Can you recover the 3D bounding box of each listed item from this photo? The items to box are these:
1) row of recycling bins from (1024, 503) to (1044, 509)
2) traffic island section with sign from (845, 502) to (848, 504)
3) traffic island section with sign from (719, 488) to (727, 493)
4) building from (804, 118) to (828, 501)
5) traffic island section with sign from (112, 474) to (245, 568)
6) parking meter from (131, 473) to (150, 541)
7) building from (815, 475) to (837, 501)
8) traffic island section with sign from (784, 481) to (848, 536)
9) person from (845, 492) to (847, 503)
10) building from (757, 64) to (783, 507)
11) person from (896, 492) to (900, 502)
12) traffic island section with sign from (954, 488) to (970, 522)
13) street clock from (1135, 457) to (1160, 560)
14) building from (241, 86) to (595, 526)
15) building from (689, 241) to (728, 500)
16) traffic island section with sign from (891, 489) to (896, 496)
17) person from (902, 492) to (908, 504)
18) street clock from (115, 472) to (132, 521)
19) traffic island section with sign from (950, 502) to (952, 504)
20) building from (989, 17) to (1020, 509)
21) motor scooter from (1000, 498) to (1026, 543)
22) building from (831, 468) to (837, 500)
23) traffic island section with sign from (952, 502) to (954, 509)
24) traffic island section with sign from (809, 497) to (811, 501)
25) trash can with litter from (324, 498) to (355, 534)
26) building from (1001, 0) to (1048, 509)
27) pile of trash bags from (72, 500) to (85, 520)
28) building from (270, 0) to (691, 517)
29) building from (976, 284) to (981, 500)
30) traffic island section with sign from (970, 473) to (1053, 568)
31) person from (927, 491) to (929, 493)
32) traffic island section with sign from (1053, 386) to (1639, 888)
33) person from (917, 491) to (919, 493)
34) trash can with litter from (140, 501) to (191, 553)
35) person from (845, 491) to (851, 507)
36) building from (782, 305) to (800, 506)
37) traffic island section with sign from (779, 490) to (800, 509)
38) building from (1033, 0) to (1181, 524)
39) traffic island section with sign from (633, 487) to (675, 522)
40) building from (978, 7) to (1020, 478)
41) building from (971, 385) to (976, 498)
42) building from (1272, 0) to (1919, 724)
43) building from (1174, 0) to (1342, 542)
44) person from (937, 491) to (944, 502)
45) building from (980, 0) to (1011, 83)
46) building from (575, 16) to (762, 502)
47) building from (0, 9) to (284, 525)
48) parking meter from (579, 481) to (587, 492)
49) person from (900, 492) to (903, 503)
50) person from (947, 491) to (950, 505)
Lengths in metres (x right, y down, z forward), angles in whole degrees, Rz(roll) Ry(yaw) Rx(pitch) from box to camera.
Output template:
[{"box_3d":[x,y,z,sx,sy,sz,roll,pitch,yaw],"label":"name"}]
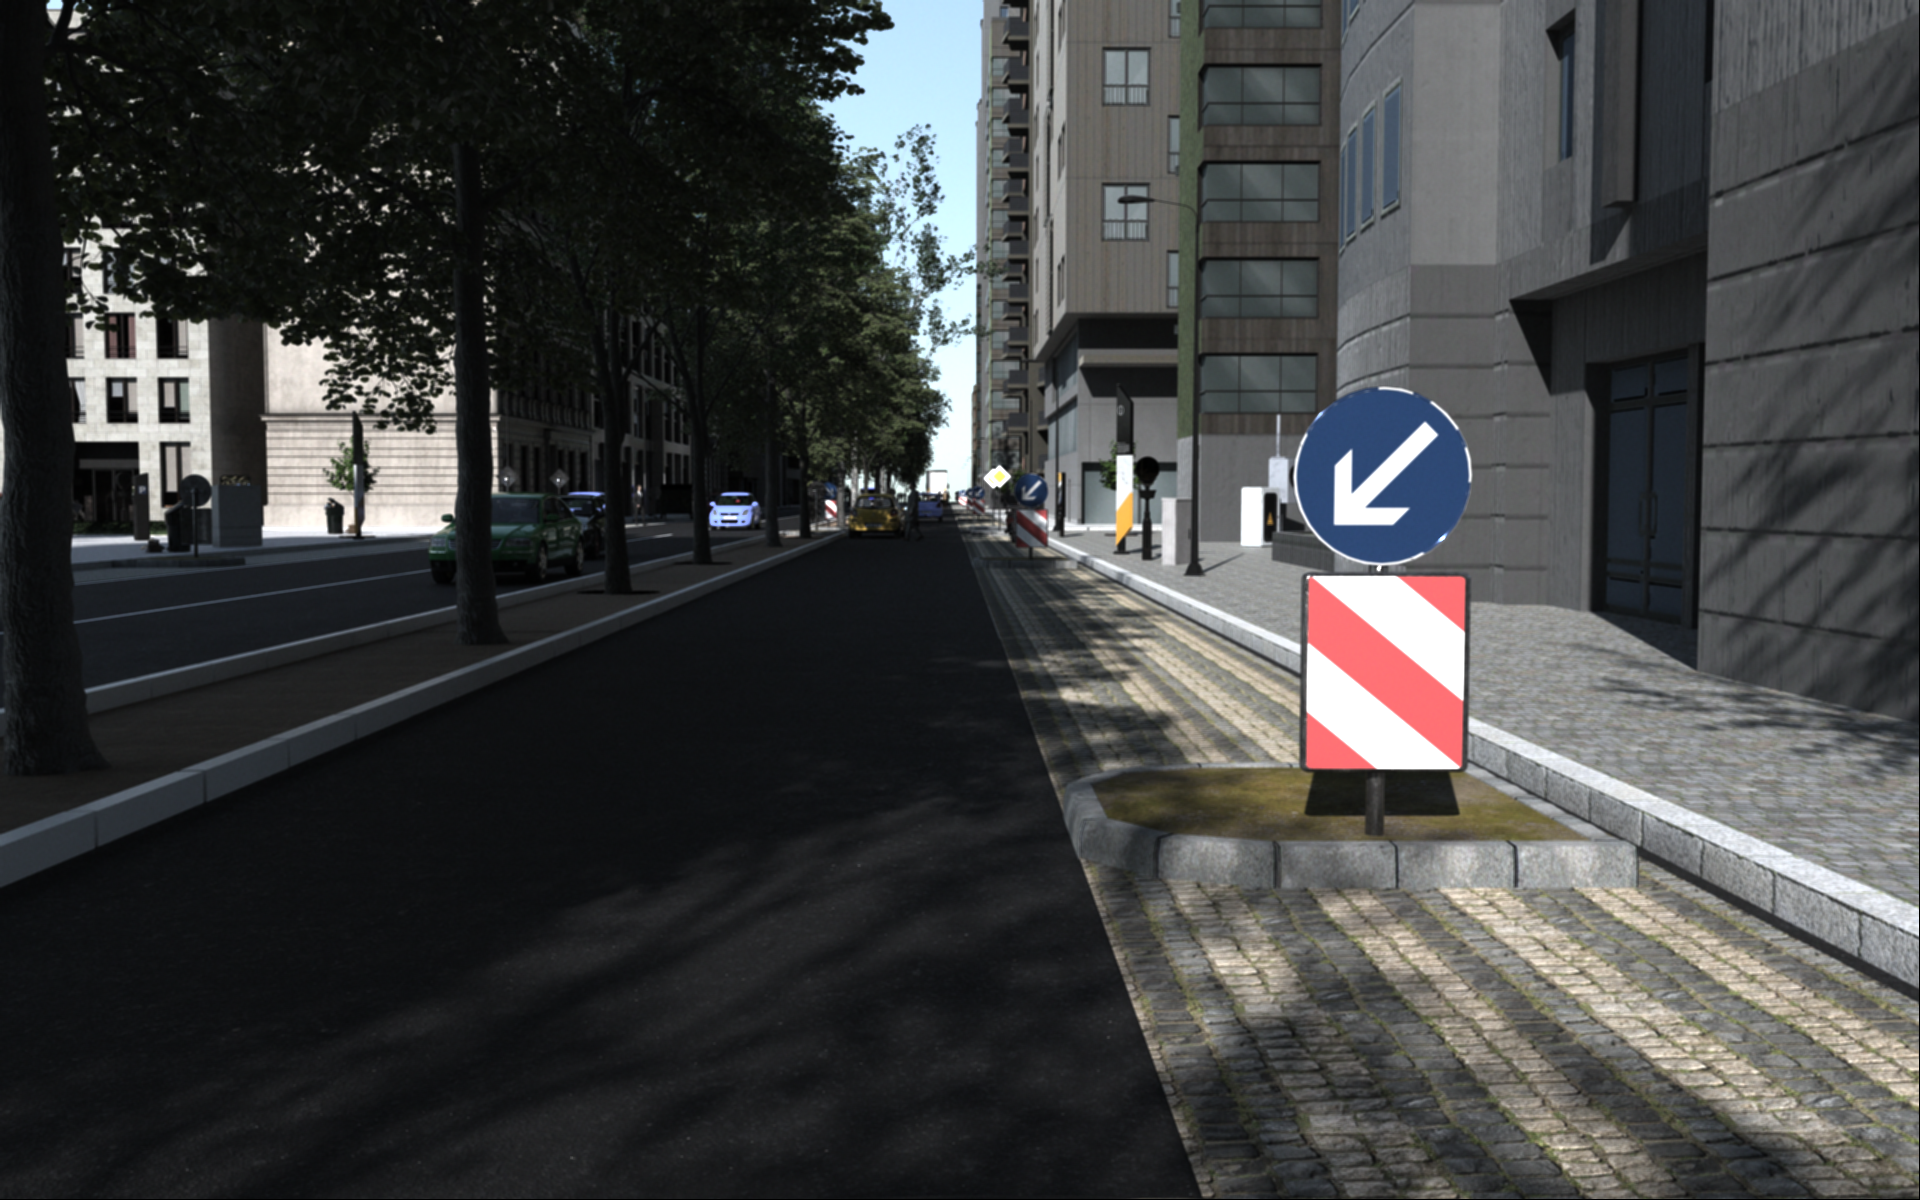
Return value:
[{"box_3d":[5.578,-5.879,103.242,3.534,1.692,1.069,1,4,11],"label":"row of recycling bins"},{"box_3d":[-17.236,-16.410,276.937,1.989,1.847,2.006,0,4,0],"label":"traffic island section with sign"},{"box_3d":[-16.035,-6.615,116.780,1.989,1.847,2.006,0,4,0],"label":"traffic island section with sign"},{"box_3d":[-32.509,-39.747,239.100,28.713,52.752,27.495,0,4,0],"label":"building"},{"box_3d":[-15.407,-1.578,34.422,1.989,1.847,2.006,0,4,0],"label":"traffic island section with sign"},{"box_3d":[-22.642,-2.578,47.855,0.399,1.863,0.255,-3,5,-44],"label":"parking meter"},{"box_3d":[-30.195,-37.530,268.242,22.147,44.769,28.867,0,4,0],"label":"building"},{"box_3d":[-5.021,-3.175,60.041,2.006,1.907,1.989,0,4,0],"label":"traffic island section with sign"},{"box_3d":[-17.312,-15.566,263.666,0.551,1.740,0.621,1,4,19],"label":"person"},{"box_3d":[-29.403,-38.406,169.933,21.231,58.520,28.212,0,4,0],"label":"building"},{"box_3d":[-9.405,-15.667,265.587,0.756,1.711,0.436,-2,4,-30],"label":"person"},{"box_3d":[0.837,-4.941,89.406,1.989,1.847,2.006,0,4,0],"label":"traffic island section with sign"},{"box_3d":[3.631,-1.775,33.591,0.471,2.002,0.358,0,4,6],"label":"street clock"},{"box_3d":[-22.994,-13.005,77.254,10.561,19.102,19.286,0,4,0],"label":"building"},{"box_3d":[-23.712,-18.566,132.435,11.050,23.489,19.941,0,4,0],"label":"building"},{"box_3d":[-5.638,-8.223,142.585,2.006,1.907,1.989,0,4,0],"label":"traffic island section with sign"},{"box_3d":[-7.802,-14.540,246.215,0.705,1.826,1.348,3,4,37],"label":"person"},{"box_3d":[-27.886,-3.254,57.776,0.358,2.002,0.471,3,4,38],"label":"street clock"},{"box_3d":[0.251,-9.726,167.643,1.989,1.847,2.006,0,4,0],"label":"traffic island section with sign"},{"box_3d":[9.587,-28.693,152.727,14.154,41.232,14.086,0,4,0],"label":"building"},{"box_3d":[1.598,-2.329,50.854,0.815,1.314,1.986,0,4,0],"label":"motor scooter"},{"box_3d":[-27.418,-37.127,290.624,14.154,41.232,14.086,0,4,0],"label":"building"},{"box_3d":[0.629,-6.646,117.287,1.989,1.847,2.006,0,4,0],"label":"traffic island section with sign"},{"box_3d":[-16.623,-11.382,194.726,1.989,1.847,2.006,0,4,0],"label":"traffic island section with sign"},{"box_3d":[-19.924,-2.721,55.877,1.055,1.170,0.624,-2,4,-29],"label":"trash can with litter"},{"box_3d":[14.326,-28.954,128.017,22.147,44.769,28.867,0,4,0],"label":"building"},{"box_3d":[-31.080,-2.960,58.147,3.447,1.369,1.912,0,4,4],"label":"pile of trash bags"},{"box_3d":[-28.369,-18.314,103.957,19.350,26.468,34.151,0,4,0],"label":"building"},{"box_3d":[9.193,-28.533,238.216,14.160,30.474,14.107,0,4,0],"label":"building"},{"box_3d":[1.261,-1.561,34.152,1.989,1.847,2.006,0,4,0],"label":"traffic island section with sign"},{"box_3d":[-3.105,-9.875,170.500,0.434,1.755,0.990,1,4,21],"label":"person"},{"box_3d":[1.455,0.088,7.197,1.989,1.847,2.006,0,4,0],"label":"traffic island section with sign"},{"box_3d":[-4.084,-9.447,163.673,0.721,1.735,1.217,1,4,13],"label":"person"},{"box_3d":[-17.441,-1.636,38.141,1.055,1.170,0.624,-3,4,-39],"label":"trash can with litter"},{"box_3d":[-12.443,-11.456,195.822,1.348,1.821,0.705,3,5,44],"label":"person"},{"box_3d":[-29.470,-34.977,195.568,21.300,48.544,21.600,0,4,0],"label":"building"},{"box_3d":[-16.409,-9.699,167.214,1.989,1.847,2.006,0,4,0],"label":"traffic island section with sign"},{"box_3d":[17.133,-30.188,82.814,27.495,52.752,28.713,0,4,0],"label":"building"},{"box_3d":[-15.835,-4.966,89.826,1.989,1.847,2.006,0,4,0],"label":"traffic island section with sign"},{"box_3d":[13.900,-33.974,175.090,23.786,49.044,30.456,0,4,0],"label":"building"},{"box_3d":[15.877,-27.119,288.429,27.650,21.520,28.899,0,4,0],"label":"building"},{"box_3d":[15.749,-29.285,20.809,21.231,58.520,28.212,0,4,0],"label":"building"},{"box_3d":[13.384,-17.160,52.267,14.160,30.474,14.107,0,4,0],"label":"building"},{"box_3d":[-1.775,-8.463,147.803,0.756,1.711,0.436,0,4,-3],"label":"person"},{"box_3d":[12.995,-40.494,204.074,21.231,58.520,28.212,0,4,0],"label":"building"},{"box_3d":[-24.896,-30.526,149.202,14.600,45.320,14.200,0,4,0],"label":"building"},{"box_3d":[-37.468,-13.279,71.859,16.860,20.320,10.420,0,4,0],"label":"building"},{"box_3d":[-17.402,-4.540,79.938,0.255,1.863,0.399,-2,4,-33],"label":"parking meter"},{"box_3d":[-9.853,-17.300,291.448,1.348,1.812,0.705,-1,4,-20],"label":"person"},{"box_3d":[-1.643,-13.712,232.627,0.705,1.831,1.348,-1,4,-21],"label":"person"}]
